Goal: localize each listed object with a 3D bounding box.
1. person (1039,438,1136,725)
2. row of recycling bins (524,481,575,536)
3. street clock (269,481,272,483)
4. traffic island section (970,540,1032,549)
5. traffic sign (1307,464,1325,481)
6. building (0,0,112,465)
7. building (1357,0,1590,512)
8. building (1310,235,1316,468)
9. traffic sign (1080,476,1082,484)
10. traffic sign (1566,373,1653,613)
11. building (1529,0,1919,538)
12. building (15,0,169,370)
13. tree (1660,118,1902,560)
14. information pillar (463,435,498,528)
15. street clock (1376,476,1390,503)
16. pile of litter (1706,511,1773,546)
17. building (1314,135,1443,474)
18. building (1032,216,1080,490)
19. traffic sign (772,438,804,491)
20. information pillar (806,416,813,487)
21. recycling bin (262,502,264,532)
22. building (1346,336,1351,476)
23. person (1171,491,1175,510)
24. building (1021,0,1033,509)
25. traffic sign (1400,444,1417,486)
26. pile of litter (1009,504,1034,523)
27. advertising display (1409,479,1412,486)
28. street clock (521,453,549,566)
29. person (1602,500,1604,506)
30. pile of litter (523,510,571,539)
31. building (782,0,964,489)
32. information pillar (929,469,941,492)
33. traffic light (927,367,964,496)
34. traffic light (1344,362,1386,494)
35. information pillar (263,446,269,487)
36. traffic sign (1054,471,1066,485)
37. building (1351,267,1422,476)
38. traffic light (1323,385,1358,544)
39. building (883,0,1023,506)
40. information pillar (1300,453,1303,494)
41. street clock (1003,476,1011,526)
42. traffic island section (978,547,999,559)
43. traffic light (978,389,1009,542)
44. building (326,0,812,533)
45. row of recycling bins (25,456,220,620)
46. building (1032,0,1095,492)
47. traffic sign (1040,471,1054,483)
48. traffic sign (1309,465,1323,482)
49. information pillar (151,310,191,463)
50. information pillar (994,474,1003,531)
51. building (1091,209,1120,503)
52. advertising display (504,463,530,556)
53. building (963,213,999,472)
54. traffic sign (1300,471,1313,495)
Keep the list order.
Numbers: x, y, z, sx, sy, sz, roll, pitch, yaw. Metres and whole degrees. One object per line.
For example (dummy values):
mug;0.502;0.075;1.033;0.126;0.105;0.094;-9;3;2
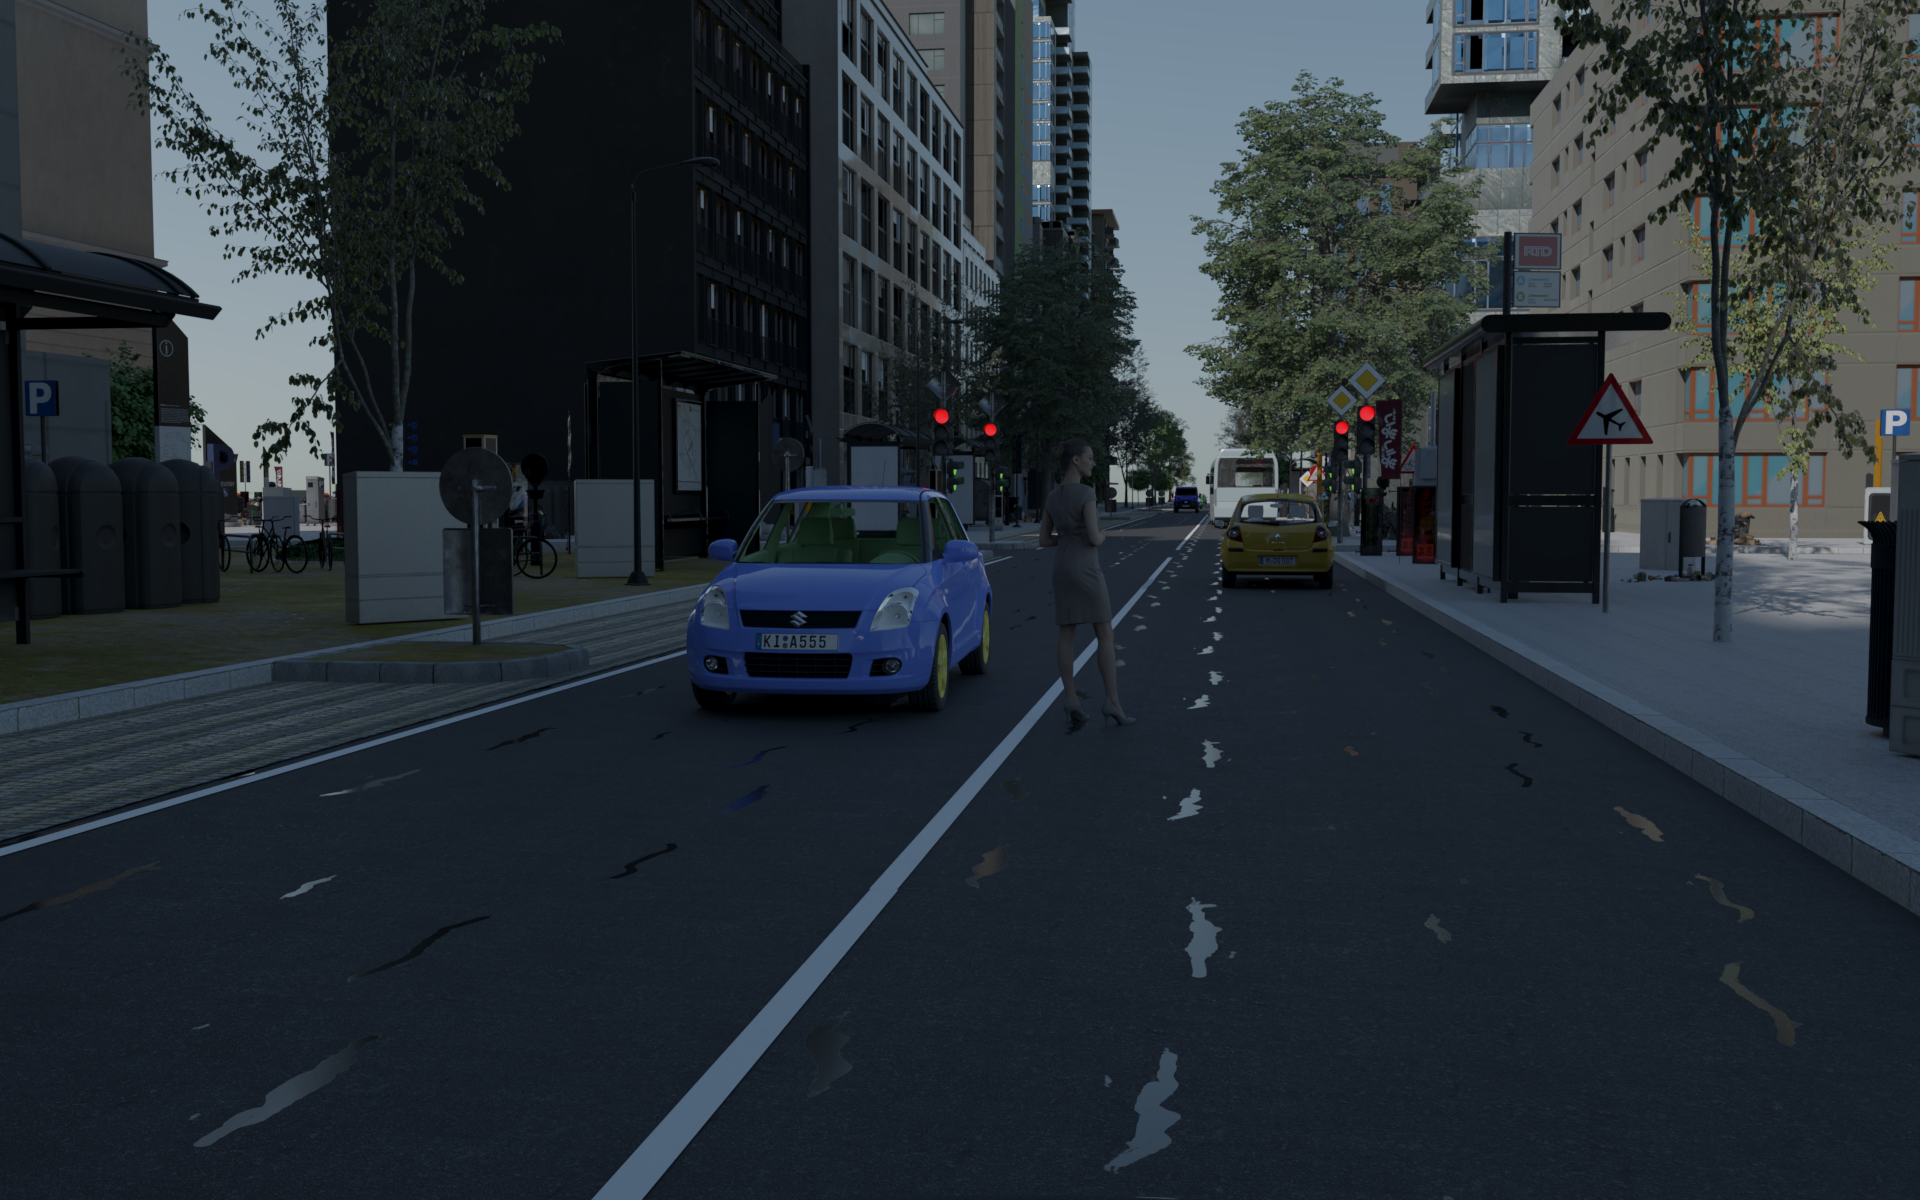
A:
person;0.793;-0.125;10.886;0.374;1.781;0.599;-3;5;-40
row of recycling bins;-12.501;-2.831;53.392;1.069;1.692;3.534;0;4;6
street clock;-39.522;-5.803;99.451;0.471;2.002;0.358;-3;5;-40
traffic island section;0.831;-1.468;46.283;2.009;0.180;2.903;1;4;9
traffic sign;14.699;-4.354;71.197;0.884;2.594;0.081;1;4;13
building;-27.214;-35.646;21.067;20.611;71.187;20.563;1;4;9
building;35.850;-48.117;99.376;22.319;86.520;31.000;1;4;9
building;56.429;-34.244;243.489;14.154;41.232;14.086;1;4;9
traffic sign;6.204;-5.520;92.383;0.606;2.300;0.079;1;4;18
traffic sign;6.989;-1.142;18.680;0.884;2.594;0.081;1;4;13
building;37.532;-13.245;61.592;28.899;21.520;27.650;1;4;9
building;-43.729;-17.168;66.599;20.117;28.700;13.634;1;4;9
tree;15.898;-5.074;33.318;4.737;8.622;4.395;0;3;0
information pillar;-5.979;-1.049;21.646;0.304;2.012;0.304;1;4;18
street clock;16.668;-3.896;68.268;0.471;2.002;0.358;-1;4;-17
pile of litter;19.595;-1.817;43.668;1.176;0.858;1.719;-1;4;-20
building;51.643;-34.585;215.569;14.600;45.320;14.200;1;4;9
building;4.960;-25.125;182.493;14.160;30.474;14.107;1;4;9
traffic sign;-3.899;-2.391;39.201;0.768;2.556;0.104;1;4;16
information pillar;-4.488;-3.685;51.608;0.183;3.616;0.504;-1;4;-21
recycling bin;-23.163;-2.820;58.662;0.722;1.027;0.722;0;4;-7
building;52.677;-19.802;168.797;27.650;21.520;28.899;1;4;9
person;18.867;-8.800;153.323;0.756;1.711;0.436;-3;4;-36
building;-1.614;-30.206;143.984;14.600;45.320;14.200;1;4;9
traffic sign;11.850;-2.770;45.285;0.884;2.594;0.081;1;4;17
pile of litter;2.866;-3.953;78.593;1.719;0.858;1.176;-3;5;-43
advertising display;19.235;-4.138;72.862;0.123;1.923;0.974;-2;4;-24
street clock;-7.600;-1.617;31.015;0.471;2.002;0.358;0;4;-4
person;15.222;-2.021;41.725;0.537;1.800;0.526;1;4;14
pile of litter;-12.015;-2.182;49.634;1.719;0.858;1.176;1;4;22
building;-11.886;-17.406;89.104;19.350;26.468;34.151;1;4;9
information pillar;-0.717;-2.887;51.698;0.304;2.012;0.304;3;5;41
traffic light;-0.341;-3.017;38.249;0.839;4.253;0.868;1;4;9
traffic light;8.618;-2.934;36.896;0.839;4.253;0.868;1;4;9
information pillar;-34.146;-5.742;85.240;0.183;3.616;0.504;0;4;1
traffic sign;5.528;-5.781;94.630;0.768;2.556;0.104;1;4;12
building;47.216;-18.068;140.450;27.650;21.520;28.899;1;4;9
traffic light;9.828;-3.417;44.789;0.839;4.253;0.868;1;4;9
building;-3.057;-27.306;130.048;14.154;41.232;14.086;1;4;9
information pillar;18.063;-6.139;91.732;0.183;3.616;0.504;1;4;17
street clock;1.909;-4.019;70.274;0.358;2.002;0.471;0;4;7
traffic island section;-0.379;-0.985;38.389;2.009;0.180;2.903;1;4;9
traffic light;0.869;-3.500;46.142;0.839;4.253;0.868;1;4;9
building;-13.325;-14.301;63.494;12.332;23.373;15.834;1;4;9
row of recycling bins;-9.445;-0.737;19.158;1.069;1.692;3.534;1;4;12
building;7.255;-56.034;228.834;22.319;86.520;31.000;1;4;9
traffic sign;4.566;-5.550;90.851;0.768;2.556;0.104;1;4;18
traffic sign;15.455;-4.562;74.702;0.768;2.556;0.104;1;4;17
information pillar;-9.683;-1.831;21.291;0.183;3.616;0.504;2;4;24
information pillar;1.339;-3.437;60.691;0.304;2.012;0.304;0;4;-2
building;12.350;-37.011;259.759;22.147;44.769;28.867;1;4;9
advertising display;-9.231;-1.887;36.061;0.123;1.923;0.974;1;4;11
building;-3.648;-15.843;113.787;10.420;20.320;16.860;1;4;9
traffic sign;17.391;-5.231;86.715;0.795;2.450;0.064;1;4;11
